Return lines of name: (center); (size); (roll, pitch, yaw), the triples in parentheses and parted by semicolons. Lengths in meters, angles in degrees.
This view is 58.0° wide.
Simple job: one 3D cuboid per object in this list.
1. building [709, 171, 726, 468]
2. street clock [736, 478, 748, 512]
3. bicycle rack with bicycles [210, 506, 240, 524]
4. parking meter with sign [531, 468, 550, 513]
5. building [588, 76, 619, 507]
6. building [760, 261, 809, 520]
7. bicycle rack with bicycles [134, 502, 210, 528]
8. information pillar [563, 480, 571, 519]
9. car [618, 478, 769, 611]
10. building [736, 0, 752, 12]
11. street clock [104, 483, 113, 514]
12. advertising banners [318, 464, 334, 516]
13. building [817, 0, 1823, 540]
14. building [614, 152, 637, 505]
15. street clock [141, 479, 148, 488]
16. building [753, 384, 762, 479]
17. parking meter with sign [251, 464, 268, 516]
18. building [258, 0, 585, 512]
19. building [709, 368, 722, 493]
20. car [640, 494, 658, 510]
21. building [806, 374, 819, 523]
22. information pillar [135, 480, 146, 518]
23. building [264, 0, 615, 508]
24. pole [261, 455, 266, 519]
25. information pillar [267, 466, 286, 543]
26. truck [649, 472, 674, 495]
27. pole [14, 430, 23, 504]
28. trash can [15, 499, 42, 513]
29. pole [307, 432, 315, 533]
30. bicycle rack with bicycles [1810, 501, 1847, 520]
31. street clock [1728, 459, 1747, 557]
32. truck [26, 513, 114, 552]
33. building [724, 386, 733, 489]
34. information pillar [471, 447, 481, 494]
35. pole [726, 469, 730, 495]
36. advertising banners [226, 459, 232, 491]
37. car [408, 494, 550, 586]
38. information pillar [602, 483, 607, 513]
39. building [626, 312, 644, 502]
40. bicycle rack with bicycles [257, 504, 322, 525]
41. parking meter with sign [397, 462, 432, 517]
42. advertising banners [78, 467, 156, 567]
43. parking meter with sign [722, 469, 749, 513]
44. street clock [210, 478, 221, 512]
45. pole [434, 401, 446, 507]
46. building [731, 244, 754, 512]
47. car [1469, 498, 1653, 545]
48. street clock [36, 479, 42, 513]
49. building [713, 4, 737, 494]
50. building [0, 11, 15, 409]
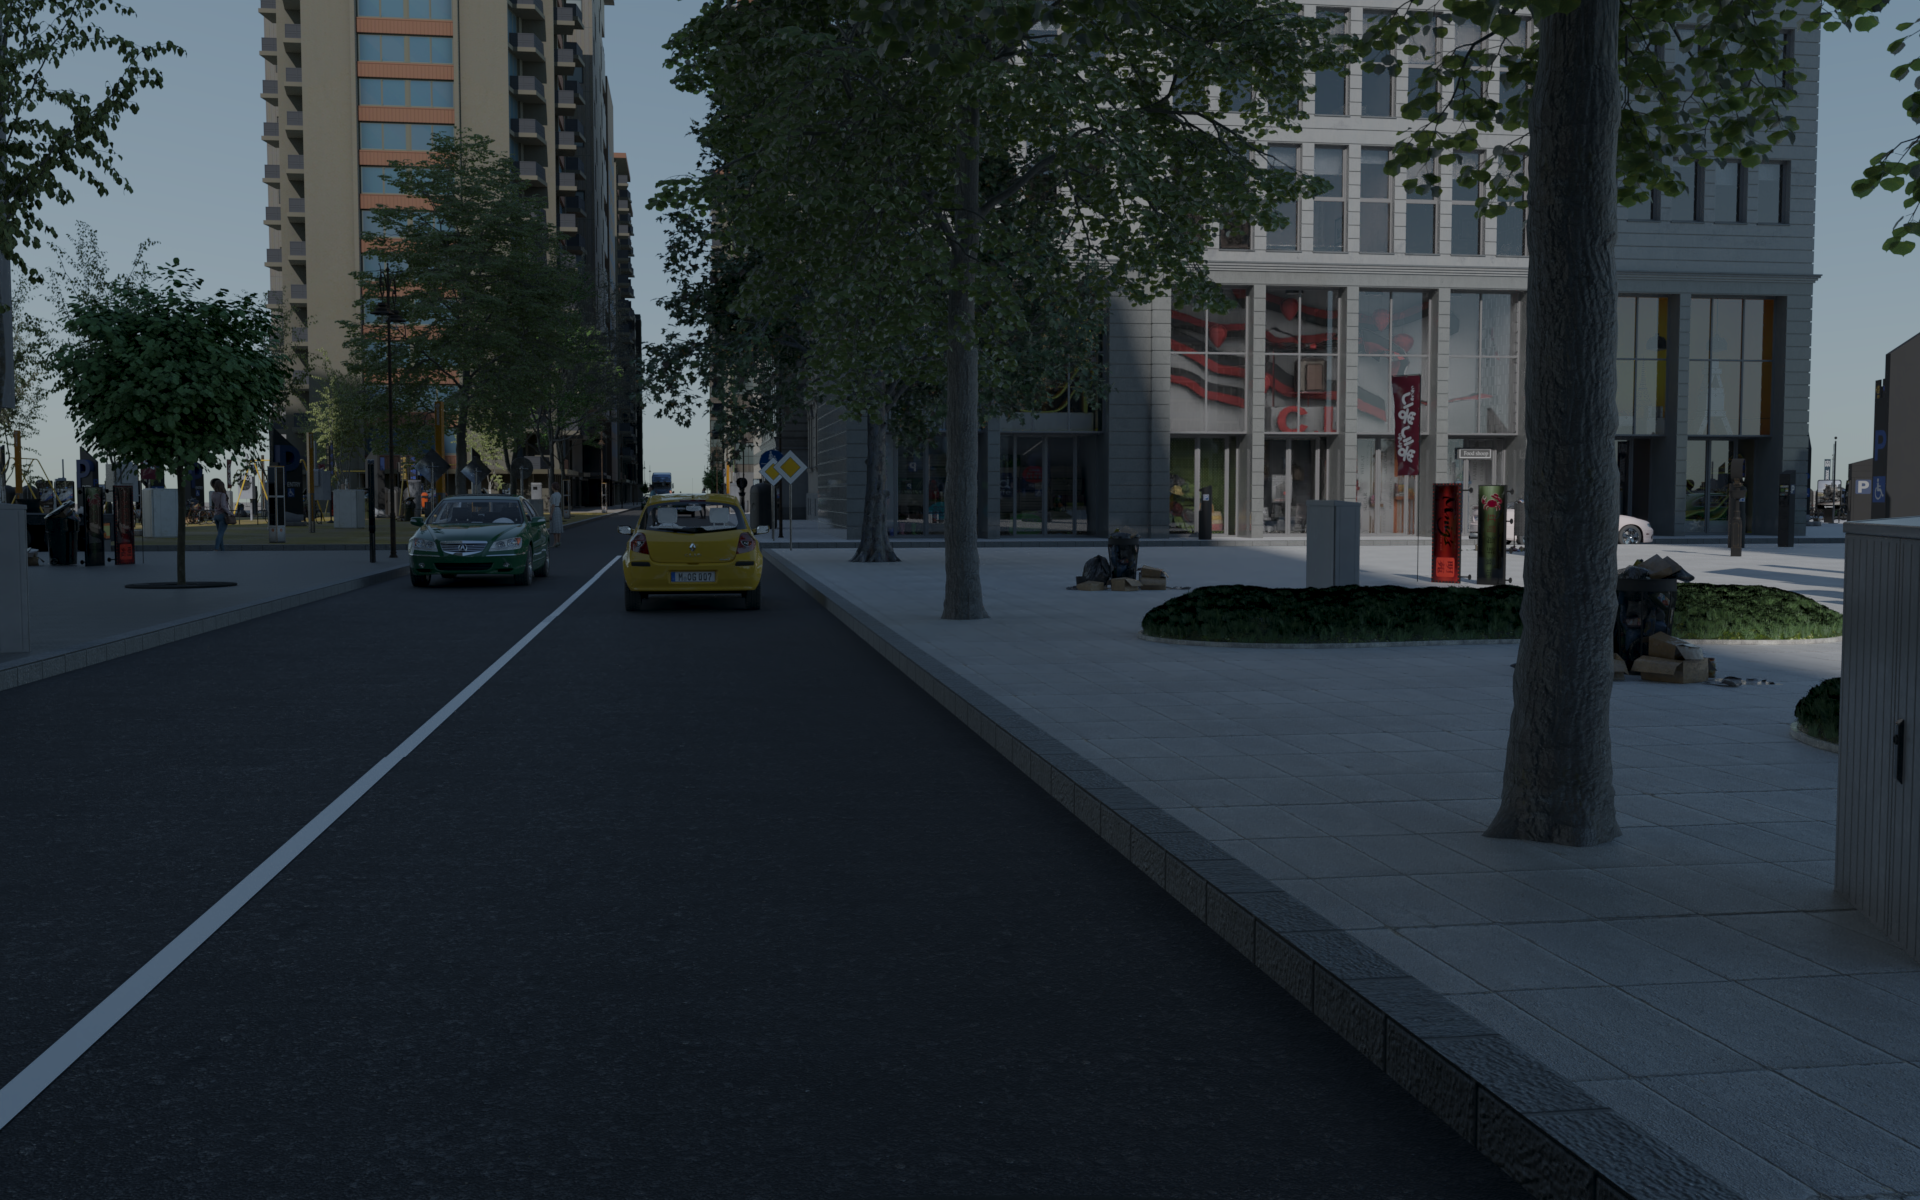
building: (-22.071, -35.259, 231.105); (22.147, 44.769, 28.867); (-1, 4, -9)
street clock: (-9.542, -4.359, 75.842); (0.471, 2.002, 0.358); (2, 4, 34)
bicycle rack with bicycles: (-31.932, -3.650, 73.059); (2.852, 0.926, 2.925); (3, 4, 38)
parking meter with sign: (-28.701, -7.409, 117.404); (1.738, 3.016, 0.543); (0, 4, -7)
building: (-43.414, -32.499, 181.477); (14.600, 45.320, 14.200); (-1, 4, -9)
building: (-5.941, -15.037, 95.006); (9.793, 20.994, 18.267); (-1, 4, -9)
bicycle rack with bicycles: (-30.502, -3.208, 65.826); (2.852, 0.926, 2.925); (-1, 4, -9)
information pillar: (-20.386, -5.218, 89.802); (0.304, 2.012, 0.304); (0, 4, 3)
car: (-3.496, -0.766, 22.749); (2.015, 1.641, 3.980); (-1, 4, -8)
building: (-8.962, -30.565, 154.366); (22.147, 44.769, 28.867); (-1, 4, -9)
street clock: (-44.521, -5.271, 90.743); (0.471, 2.002, 0.358); (0, 4, 1)
advertising banners: (-36.382, -6.384, 100.560); (0.090, 3.025, 2.074); (2, 4, 33)
building: (10.542, -16.986, 55.206); (29.804, 29.767, 11.434); (-1, 4, -9)
building: (-52.117, -34.303, 215.480); (22.147, 44.769, 28.867); (-1, 4, -9)
street clock: (-28.453, -3.442, 60.849); (0.471, 2.002, 0.358); (-3, 5, -44)
building: (-8.056, -15.829, 113.561); (10.420, 20.320, 16.860); (-1, 4, -9)
parking meter with sign: (-40.451, -6.414, 101.135); (1.738, 3.016, 0.543); (1, 4, 12)
building: (-40.159, -29.198, 132.013); (22.147, 44.769, 28.867); (-1, 4, -9)
building: (-32.350, -30.628, 272.467); (14.160, 30.474, 14.107); (-1, 4, -9)
car: (-28.667, -9.117, 160.852); (2.131, 1.459, 4.920); (-1, 4, -9)
building: (0.304, -17.541, 74.189); (14.401, 28.519, 23.554); (-1, 4, -9)
information pillar: (-43.604, -5.350, 91.959); (0.304, 2.012, 0.304); (-1, 4, -12)
building: (-46.660, -34.886, 159.629); (28.713, 52.752, 27.495); (-1, 4, -9)
pole: (-36.357, -5.904, 90.370); (0.158, 3.312, 0.155); (0, 3, 0)
information pillar: (-17.950, -2.507, 45.481); (0.304, 2.012, 0.304); (2, 4, 24)
truck: (-37.784, -14.118, 220.588); (2.967, 4.110, 18.799); (-1, 4, -8)
pole: (-30.048, -3.758, 55.294); (0.158, 3.312, 0.155); (0, 3, 0)
trash can: (-28.453, -2.525, 52.932); (0.748, 1.137, 0.748); (0, 3, 0)
pole: (-21.506, -3.886, 57.374); (0.158, 3.312, 0.155); (0, 3, 0)
bicycle rack with bicycles: (42.386, -4.400, 85.324); (2.852, 0.926, 2.925); (-3, 5, -42)
street clock: (15.939, -1.893, 35.514); (0.358, 2.002, 0.471); (2, 4, 32)
truck: (-29.603, -3.068, 39.924); (18.799, 4.110, 2.967); (-1, 4, -10)
building: (-10.836, -20.729, 183.963); (27.650, 21.520, 28.899); (-1, 4, -9)
information pillar: (-24.154, -5.816, 86.443); (0.504, 3.616, 0.183); (-3, 5, -42)
pole: (-14.985, -7.219, 111.873); (0.158, 3.312, 0.155); (0, 3, 0)
advertising banners: (-36.633, -5.490, 85.952); (0.090, 3.025, 2.074); (0, 4, 7)
car: (-7.844, -1.024, 28.538); (2.131, 1.459, 4.920); (0, 4, -8)
information pillar: (-23.757, -6.804, 115.732); (0.304, 2.012, 0.304); (0, 4, 0)
building: (-56.149, -30.264, 266.515); (14.160, 30.474, 14.107); (-1, 4, -9)
bicycle rack with bicycles: (-28.014, -3.642, 72.930); (2.852, 0.926, 2.925); (2, 4, 26)
parking meter with sign: (-29.833, -6.022, 94.723); (1.738, 3.016, 0.543); (-1, 4, -13)
advertising banners: (-15.239, -2.158, 31.471); (0.090, 3.025, 2.074); (1, 4, 14)
parking meter with sign: (-15.338, -7.475, 118.478); (1.738, 3.016, 0.543); (1, 4, 9)
street clock: (-33.442, -4.486, 77.910); (0.471, 2.002, 0.358); (-3, 4, -38)
pole: (-11.472, -2.715, 38.235); (0.158, 3.312, 0.155); (0, 3, 0)
building: (-10.459, -22.063, 132.425); (14.160, 30.474, 14.107); (-1, 4, -9)
car: (15.952, -2.054, 45.939); (4.827, 1.381, 2.083); (-1, 4, -9)
street clock: (-45.280, -4.939, 85.320); (0.471, 2.002, 0.358); (-2, 4, -25)
building: (-26.300, -49.932, 254.631); (20.563, 71.187, 20.611); (-1, 4, -9)
building: (-23.853, -20.955, 26.212); (14.086, 41.232, 14.154); (-1, 4, -9)
